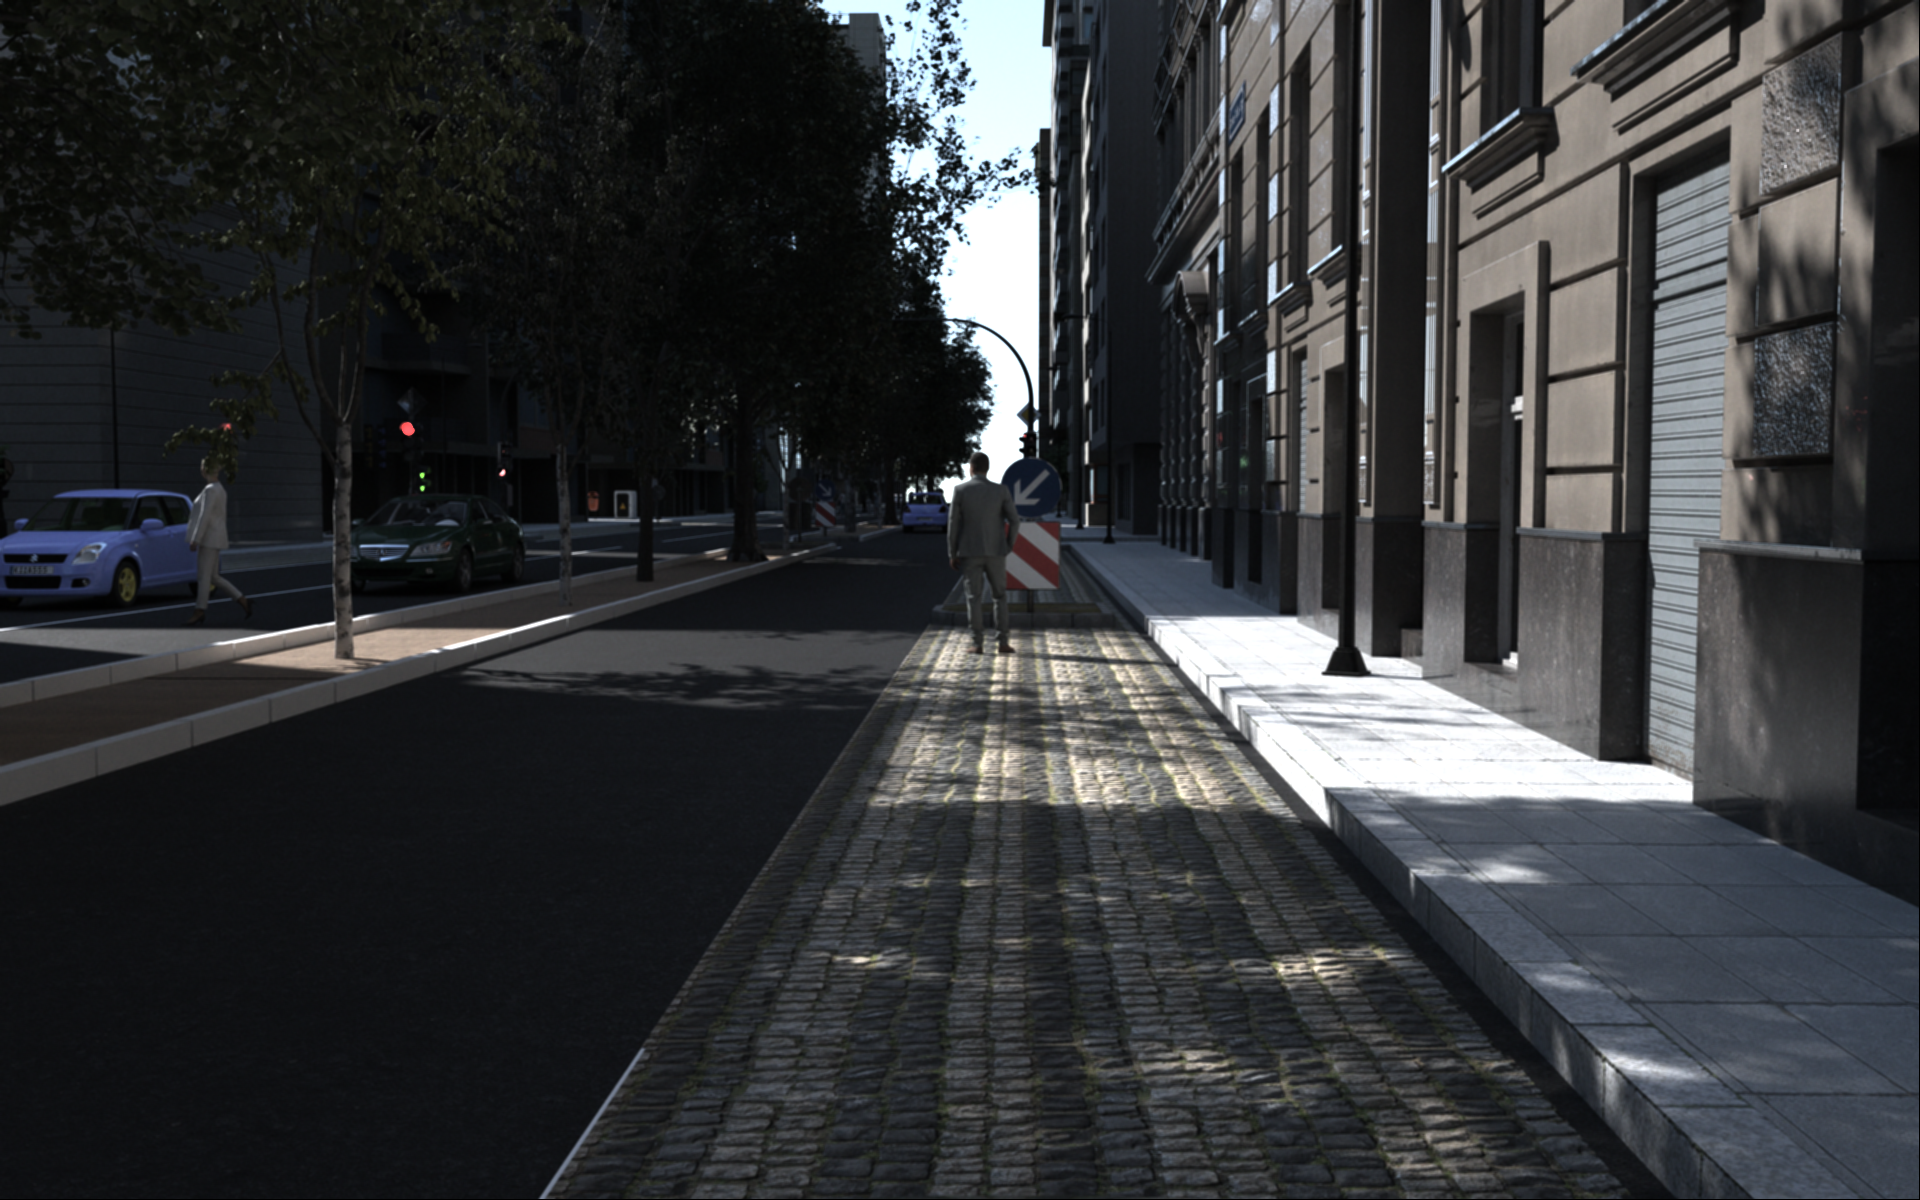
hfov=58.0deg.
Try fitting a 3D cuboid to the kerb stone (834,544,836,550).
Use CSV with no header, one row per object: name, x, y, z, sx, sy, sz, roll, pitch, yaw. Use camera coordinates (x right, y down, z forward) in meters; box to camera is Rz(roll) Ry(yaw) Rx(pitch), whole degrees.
kerb stone,-3.265,-1.341,44.132,0.120,0.150,1.000,0,4,2

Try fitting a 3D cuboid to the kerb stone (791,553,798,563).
kerb stone,-3.546,-0.840,35.932,0.120,0.150,1.000,0,4,2

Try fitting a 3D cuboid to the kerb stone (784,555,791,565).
kerb stone,-3.575,-0.777,34.905,0.120,0.150,1.000,0,4,2

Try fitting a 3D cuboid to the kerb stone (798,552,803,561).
kerb stone,-3.516,-0.898,36.954,0.120,0.150,1.000,0,4,2

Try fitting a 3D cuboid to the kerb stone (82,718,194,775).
kerb stone,-4.427,0.789,9.301,0.120,0.150,1.000,0,4,2

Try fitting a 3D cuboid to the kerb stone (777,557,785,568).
kerb stone,-3.607,-0.712,33.880,0.120,0.150,1.000,0,4,2

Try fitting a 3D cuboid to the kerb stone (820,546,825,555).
kerb stone,-3.367,-1.154,41.061,0.120,0.150,1.000,0,4,2

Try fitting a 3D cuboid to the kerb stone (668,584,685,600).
kerb stone,-3.947,-0.088,23.642,0.120,0.150,1.000,0,4,2

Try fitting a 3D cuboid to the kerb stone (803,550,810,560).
kerb stone,-3.474,-0.966,37.983,0.120,0.150,1.000,0,4,2

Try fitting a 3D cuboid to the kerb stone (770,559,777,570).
kerb stone,-3.649,-0.651,32.858,0.120,0.150,1.000,0,4,2

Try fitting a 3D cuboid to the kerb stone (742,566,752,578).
kerb stone,-3.754,-0.464,29.786,0.120,0.150,1.000,0,4,2

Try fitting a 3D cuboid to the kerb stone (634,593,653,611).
kerb stone,-4.023,0.043,21.595,0.120,0.150,1.000,0,4,2

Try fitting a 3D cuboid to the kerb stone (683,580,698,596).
kerb stone,-3.920,-0.151,24.664,0.120,0.150,1.000,0,4,2

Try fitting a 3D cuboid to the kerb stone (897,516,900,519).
kerb stone,-3.485,-4.825,101.077,0.120,0.150,1.000,0,4,2

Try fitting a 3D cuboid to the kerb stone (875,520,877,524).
kerb stone,-4.129,-3.634,81.609,0.120,0.150,1.000,0,4,2

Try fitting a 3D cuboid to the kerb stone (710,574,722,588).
kerb stone,-3.850,-0.276,26.711,0.120,0.150,1.000,0,4,2

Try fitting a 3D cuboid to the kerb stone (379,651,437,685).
kerb stone,-4.298,0.537,13.410,0.120,0.150,1.000,0,4,2

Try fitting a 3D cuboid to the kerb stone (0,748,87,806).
kerb stone,-4.456,0.851,8.279,0.120,0.150,1.000,0,4,2

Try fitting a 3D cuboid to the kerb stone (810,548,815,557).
kerb stone,-3.442,-1.028,39.005,0.120,0.150,1.000,0,4,2

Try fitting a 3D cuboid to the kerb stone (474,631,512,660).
kerb stone,-4.223,0.414,15.453,0.120,0.150,1.000,0,4,2

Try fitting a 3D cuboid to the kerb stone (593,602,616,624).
kerb stone,-4.090,0.162,19.552,0.120,0.150,1.000,0,4,2

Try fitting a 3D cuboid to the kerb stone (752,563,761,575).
kerb stone,-3.720,-0.518,30.808,0.120,0.150,1.000,0,4,2

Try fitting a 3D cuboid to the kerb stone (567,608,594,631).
kerb stone,-4.120,0.226,18.520,0.120,0.150,1.000,0,4,2

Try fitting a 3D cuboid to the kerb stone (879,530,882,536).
kerb stone,-2.807,-2.186,57.970,0.120,0.150,1.000,0,4,2

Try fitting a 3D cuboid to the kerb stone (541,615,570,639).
kerb stone,-4.158,0.287,17.497,0.120,0.150,1.000,0,4,2

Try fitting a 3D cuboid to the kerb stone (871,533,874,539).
kerb stone,-2.917,-2.000,54.891,0.120,0.150,1.000,0,4,2

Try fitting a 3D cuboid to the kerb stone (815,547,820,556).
kerb stone,-3.404,-1.088,40.040,0.120,0.150,1.000,0,4,2

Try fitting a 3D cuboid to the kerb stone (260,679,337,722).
kerb stone,-4.361,0.663,11.363,0.120,0.150,1.000,0,4,2

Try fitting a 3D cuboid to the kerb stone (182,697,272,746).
kerb stone,-4.395,0.726,10.327,0.120,0.150,1.000,0,4,2

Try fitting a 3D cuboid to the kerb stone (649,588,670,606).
kerb stone,-3.987,-0.026,22.618,0.120,0.150,1.000,0,4,2

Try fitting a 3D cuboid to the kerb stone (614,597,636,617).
kerb stone,-4.048,0.099,20.573,0.120,0.150,1.000,0,4,2

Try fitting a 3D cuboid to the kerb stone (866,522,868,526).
kerb stone,-4.298,-3.320,76.480,0.120,0.150,1.000,0,4,2

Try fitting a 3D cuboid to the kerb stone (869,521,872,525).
kerb stone,-4.228,-3.445,78.526,0.120,0.150,1.000,0,4,2

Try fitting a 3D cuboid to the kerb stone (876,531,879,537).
kerb stone,-2.855,-2.125,56.942,0.120,0.150,1.000,0,4,2

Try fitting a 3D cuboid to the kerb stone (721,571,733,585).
kerb stone,-3.812,-0.338,27.736,0.120,0.150,1.000,0,4,2

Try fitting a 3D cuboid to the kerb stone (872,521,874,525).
kerb stone,-4.190,-3.508,79.555,0.120,0.150,1.000,0,4,2

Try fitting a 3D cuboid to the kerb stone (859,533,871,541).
kerb stone,-2.945,-1.936,53.868,0.120,0.150,1.000,0,4,2

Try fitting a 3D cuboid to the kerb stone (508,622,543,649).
kerb stone,-4.187,0.350,16.475,0.120,0.150,1.000,0,4,2

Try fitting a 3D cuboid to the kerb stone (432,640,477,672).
kerb stone,-4.259,0.475,14.431,0.120,0.150,1.000,0,4,2

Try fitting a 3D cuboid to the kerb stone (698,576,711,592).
kerb stone,-3.876,-0.213,25.686,0.120,0.150,1.000,0,4,2

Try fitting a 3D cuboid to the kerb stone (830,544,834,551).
kerb stone,-3.300,-1.279,43.106,0.120,0.150,1.000,0,4,2

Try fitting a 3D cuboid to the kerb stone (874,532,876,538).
kerb stone,-2.885,-2.062,55.916,0.120,0.150,1.000,0,4,2

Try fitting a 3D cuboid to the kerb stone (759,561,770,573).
kerb stone,-3.675,-0.590,31.836,0.120,0.150,1.000,0,4,2

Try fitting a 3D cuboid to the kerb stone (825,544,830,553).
kerb stone,-3.334,-1.216,42.084,0.120,0.150,1.000,0,4,2

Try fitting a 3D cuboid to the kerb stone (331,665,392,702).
kerb stone,-4.325,0.606,12.388,0.120,0.150,1.000,0,4,2

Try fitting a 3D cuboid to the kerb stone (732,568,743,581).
kerb stone,-3.781,-0.402,28.761,0.120,0.150,1.000,0,4,2
